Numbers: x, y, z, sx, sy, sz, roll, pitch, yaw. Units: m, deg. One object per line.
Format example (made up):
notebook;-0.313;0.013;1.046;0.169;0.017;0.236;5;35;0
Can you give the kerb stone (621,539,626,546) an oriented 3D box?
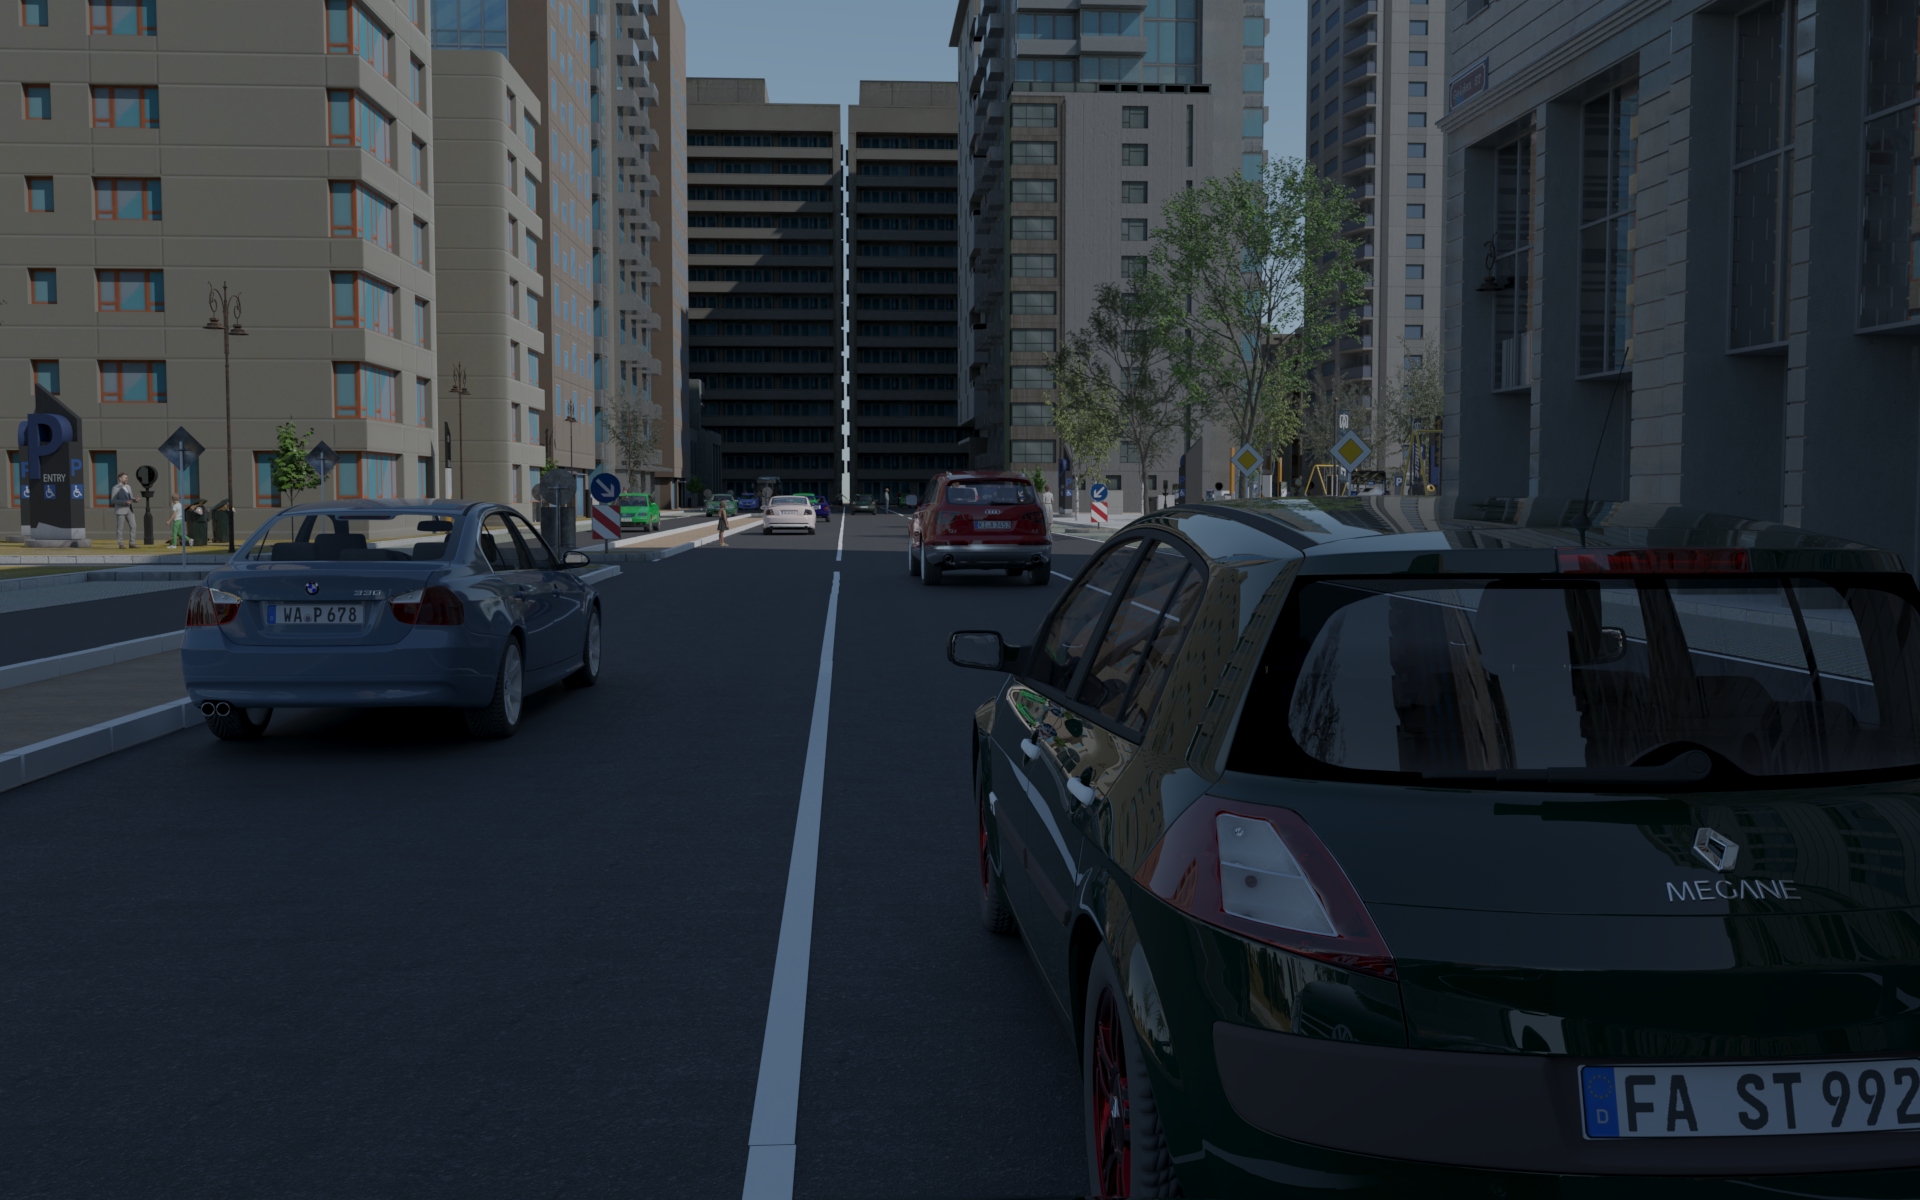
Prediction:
kerb stone;-9.321;-1.536;47.311;0.120;0.150;1.000;0;4;-4

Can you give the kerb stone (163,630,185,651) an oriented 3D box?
kerb stone;-7.270;0.376;16.092;0.120;0.150;1.000;0;4;-4

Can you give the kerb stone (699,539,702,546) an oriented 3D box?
kerb stone;-7.234;-1.532;47.441;0.120;0.150;1.000;0;4;-4

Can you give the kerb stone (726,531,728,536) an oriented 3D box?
kerb stone;-7.903;-2.169;57.657;0.120;0.150;1.000;0;4;-4

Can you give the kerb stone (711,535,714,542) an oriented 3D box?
kerb stone;-7.496;-1.794;51.532;0.120;0.150;1.000;0;4;-4

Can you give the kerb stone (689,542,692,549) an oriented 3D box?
kerb stone;-7.029;-1.357;44.377;0.120;0.150;1.000;0;4;-4

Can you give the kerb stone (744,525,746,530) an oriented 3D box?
kerb stone;-8.572;-2.794;67.886;0.120;0.150;1.000;0;4;-4

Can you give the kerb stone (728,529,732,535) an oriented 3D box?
kerb stone;-8.036;-2.290;59.708;0.120;0.150;1.000;0;4;-4

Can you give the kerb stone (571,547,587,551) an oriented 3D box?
kerb stone;-8.852;-1.093;40.145;0.120;0.150;1.000;0;4;-4

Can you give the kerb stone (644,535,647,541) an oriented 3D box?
kerb stone;-9.665;-1.849;52.434;0.120;0.150;1.000;0;4;-4

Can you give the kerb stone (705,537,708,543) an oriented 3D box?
kerb stone;-7.365;-1.669;49.489;0.120;0.150;1.000;0;4;-4

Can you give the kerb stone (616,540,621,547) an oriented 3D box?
kerb stone;-9.259;-1.470;46.291;0.120;0.150;1.000;0;4;-4

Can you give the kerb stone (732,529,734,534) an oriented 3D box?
kerb stone;-8.105;-2.357;60.729;0.120;0.150;1.000;0;4;-4

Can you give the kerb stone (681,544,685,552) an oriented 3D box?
kerb stone;-6.892;-1.231;42.326;0.120;0.150;1.000;0;4;-4

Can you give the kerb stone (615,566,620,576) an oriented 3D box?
kerb stone;-6.113;-0.508;30.502;0.120;0.150;1.000;0;4;-4

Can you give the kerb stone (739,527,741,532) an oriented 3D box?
kerb stone;-8.384;-2.601;64.825;0.120;0.150;1.000;0;4;-4

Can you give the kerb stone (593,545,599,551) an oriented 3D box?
kerb stone;-8.988;-1.223;42.191;0.120;0.150;1.000;0;4;-4

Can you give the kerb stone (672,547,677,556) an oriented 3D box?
kerb stone;-6.756;-1.106;40.282;0.120;0.150;1.000;0;4;-4

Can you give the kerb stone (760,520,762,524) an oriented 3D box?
kerb stone;-9.384;-3.546;80.170;0.120;0.150;1.000;0;4;-4

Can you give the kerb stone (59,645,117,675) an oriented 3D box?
kerb stone;-7.136;0.502;14.051;0.120;0.150;1.000;0;4;-4

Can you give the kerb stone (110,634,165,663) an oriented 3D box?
kerb stone;-7.204;0.436;15.072;0.120;0.150;1.000;0;4;-4

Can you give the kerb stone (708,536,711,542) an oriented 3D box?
kerb stone;-7.437;-1.732;50.509;0.120;0.150;1.000;0;4;-4

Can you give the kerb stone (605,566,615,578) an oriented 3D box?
kerb stone;-6.051;-0.441;29.478;0.120;0.150;1.000;0;4;-4

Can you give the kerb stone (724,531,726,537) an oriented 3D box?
kerb stone;-7.837;-2.106;56.636;0.120;0.150;1.000;0;4;-4

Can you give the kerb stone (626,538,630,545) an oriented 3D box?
kerb stone;-9.396;-1.599;48.342;0.120;0.150;1.000;0;4;-4

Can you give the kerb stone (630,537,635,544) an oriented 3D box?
kerb stone;-9.457;-1.662;49.362;0.120;0.150;1.000;0;4;-4

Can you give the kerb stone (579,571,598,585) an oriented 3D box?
kerb stone;-5.909;-0.315;27.440;0.120;0.150;1.000;0;4;-4

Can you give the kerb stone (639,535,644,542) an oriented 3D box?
kerb stone;-9.586;-1.787;51.412;0.120;0.150;1.000;0;4;-4

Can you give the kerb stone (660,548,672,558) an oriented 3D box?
kerb stone;-6.692;-1.040;39.262;0.120;0.150;1.000;0;4;-4

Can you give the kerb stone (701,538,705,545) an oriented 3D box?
kerb stone;-7.299;-1.600;48.461;0.120;0.150;1.000;0;4;-4

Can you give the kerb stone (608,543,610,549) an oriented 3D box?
kerb stone;-9.128;-1.343;44.235;0.120;0.150;1.000;0;4;-4

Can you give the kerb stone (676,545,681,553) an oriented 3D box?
kerb stone;-6.825;-1.166;41.302;0.120;0.150;1.000;0;4;-4

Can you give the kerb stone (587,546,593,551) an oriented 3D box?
kerb stone;-8.923;-1.161;41.170;0.120;0.150;1.000;0;4;-4

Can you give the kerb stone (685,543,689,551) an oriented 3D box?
kerb stone;-6.953;-1.294;43.353;0.120;0.150;1.000;0;4;-4

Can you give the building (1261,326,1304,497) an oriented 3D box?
building;43.039;-22.574;214.131;28.899;21.520;27.650;0;4;-4

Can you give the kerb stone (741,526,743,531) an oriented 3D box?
kerb stone;-8.441;-2.670;65.846;0.120;0.150;1.000;0;4;-4

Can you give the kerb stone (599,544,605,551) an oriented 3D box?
kerb stone;-9.057;-1.286;43.215;0.120;0.150;1.000;0;4;-4

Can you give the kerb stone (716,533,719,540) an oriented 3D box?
kerb stone;-7.632;-1.918;53.576;0.120;0.150;1.000;0;4;-4

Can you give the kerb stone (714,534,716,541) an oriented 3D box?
kerb stone;-7.571;-1.856;52.555;0.120;0.150;1.000;0;4;-4

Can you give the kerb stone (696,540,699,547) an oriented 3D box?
kerb stone;-7.164;-1.482;46.420;0.120;0.150;1.000;0;4;-4

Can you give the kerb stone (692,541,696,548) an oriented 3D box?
kerb stone;-7.097;-1.419;45.397;0.120;0.150;1.000;0;4;-4

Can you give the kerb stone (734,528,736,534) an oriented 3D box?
kerb stone;-8.172;-2.419;61.749;0.120;0.150;1.000;0;4;-4

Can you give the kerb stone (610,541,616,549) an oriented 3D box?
kerb stone;-9.186;-1.405;45.264;0.120;0.150;1.000;0;4;-4

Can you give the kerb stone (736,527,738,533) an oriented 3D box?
kerb stone;-8.241;-2.477;62.770;0.120;0.150;1.000;0;4;-4

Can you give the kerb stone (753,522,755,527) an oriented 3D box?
kerb stone;-8.975;-3.170;74.032;0.120;0.150;1.000;0;4;-4

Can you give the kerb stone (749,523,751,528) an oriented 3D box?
kerb stone;-8.774;-2.980;70.962;0.120;0.150;1.000;0;4;-4

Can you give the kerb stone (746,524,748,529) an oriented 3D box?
kerb stone;-8.637;-2.857;68.914;0.120;0.150;1.000;0;4;-4

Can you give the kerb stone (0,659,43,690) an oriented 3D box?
kerb stone;-7.064;0.561;13.024;0.120;0.150;1.000;0;4;-4

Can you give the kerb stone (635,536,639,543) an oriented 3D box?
kerb stone;-9.530;-1.724;50.382;0.120;0.150;1.000;0;4;-4

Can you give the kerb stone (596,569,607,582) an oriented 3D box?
kerb stone;-5.978;-0.382;28.459;0.120;0.150;1.000;0;4;-4
